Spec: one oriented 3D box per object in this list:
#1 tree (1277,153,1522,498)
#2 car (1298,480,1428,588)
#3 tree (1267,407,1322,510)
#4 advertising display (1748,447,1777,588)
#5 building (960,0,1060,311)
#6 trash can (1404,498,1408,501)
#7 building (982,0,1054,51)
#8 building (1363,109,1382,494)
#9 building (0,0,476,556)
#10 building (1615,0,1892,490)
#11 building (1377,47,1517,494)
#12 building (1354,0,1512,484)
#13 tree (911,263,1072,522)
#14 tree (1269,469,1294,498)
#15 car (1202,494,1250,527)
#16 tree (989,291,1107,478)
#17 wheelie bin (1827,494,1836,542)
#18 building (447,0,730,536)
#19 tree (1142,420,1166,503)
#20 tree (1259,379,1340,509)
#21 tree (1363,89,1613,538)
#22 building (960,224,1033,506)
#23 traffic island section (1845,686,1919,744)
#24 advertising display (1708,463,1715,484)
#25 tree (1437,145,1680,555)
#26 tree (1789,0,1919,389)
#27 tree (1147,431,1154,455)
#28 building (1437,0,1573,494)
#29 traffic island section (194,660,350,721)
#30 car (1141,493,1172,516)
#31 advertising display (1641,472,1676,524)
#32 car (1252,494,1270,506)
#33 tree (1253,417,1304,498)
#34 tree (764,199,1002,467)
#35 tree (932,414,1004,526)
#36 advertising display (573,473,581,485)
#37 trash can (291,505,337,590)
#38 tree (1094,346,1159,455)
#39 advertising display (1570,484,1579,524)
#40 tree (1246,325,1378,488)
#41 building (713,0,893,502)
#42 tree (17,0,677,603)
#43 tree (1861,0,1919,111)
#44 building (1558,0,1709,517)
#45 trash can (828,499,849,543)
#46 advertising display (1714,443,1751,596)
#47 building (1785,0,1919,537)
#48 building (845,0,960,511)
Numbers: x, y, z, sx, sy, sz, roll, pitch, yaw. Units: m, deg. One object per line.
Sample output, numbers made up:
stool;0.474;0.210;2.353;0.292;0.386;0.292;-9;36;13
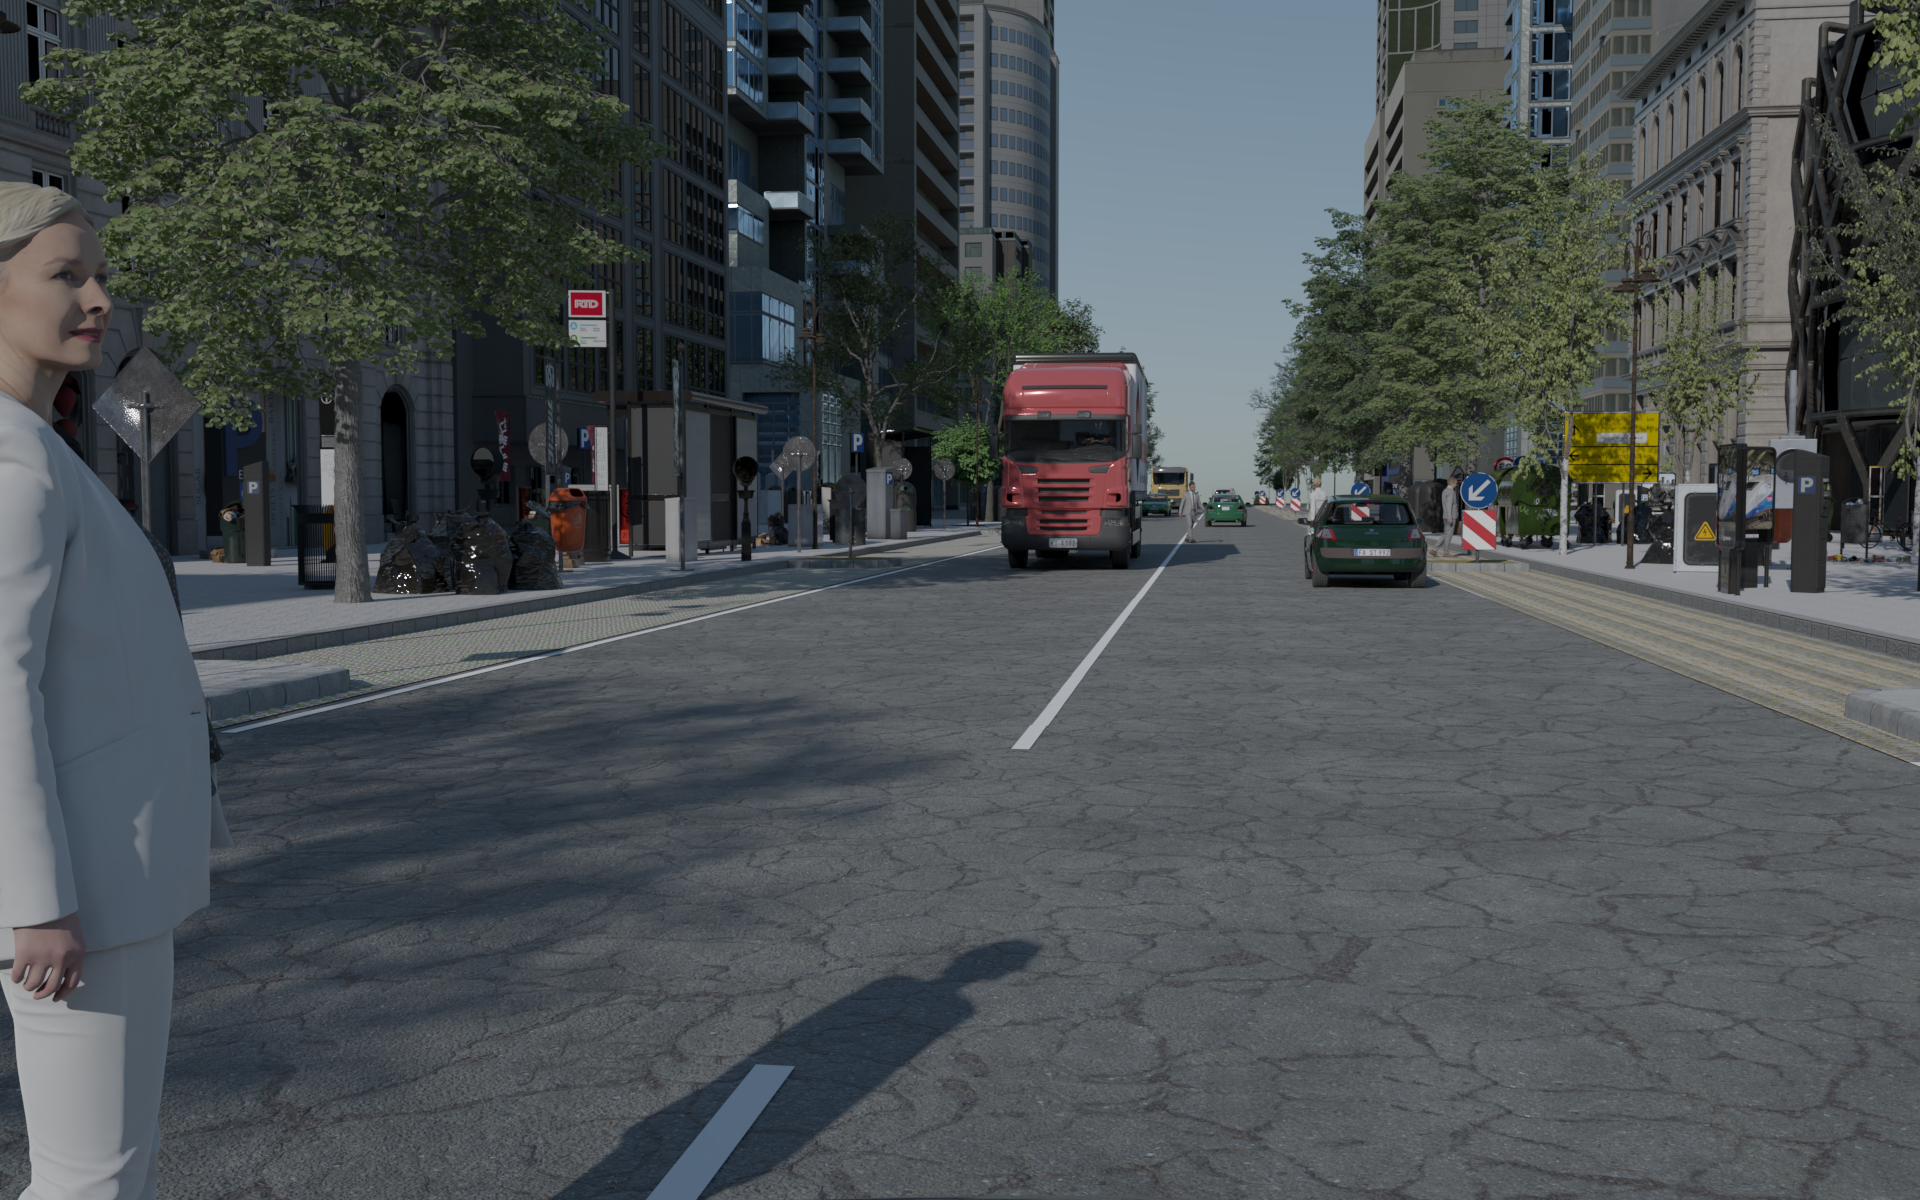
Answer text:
tree;17.185;-9.797;66.836;9.857;13.997;8.962;0;3;0
car;6.463;-1.103;27.819;2.009;1.686;4.222;1;4;9
tree;27.805;-11.546;139.139;4.360;8.622;3.978;0;3;0
advertising display;10.715;-1.123;23.575;0.974;1.923;0.123;-2;4;-27
building;0.199;-40.857;210.018;21.231;58.520;28.212;1;4;8
trash can;16.611;-3.207;64.087;0.748;1.137;0.748;0;3;0
building;4.227;-48.649;233.667;20.563;71.187;20.611;1;4;8
building;59.783;-35.668;206.866;21.300;48.544;21.600;1;4;8
building;-21.749;-11.983;37.720;13.314;21.916;24.055;1;4;8
building;34.884;-14.839;71.490;11.050;23.489;19.941;1;4;8
building;57.116;-34.355;185.403;21.300;48.544;21.600;1;4;8
building;63.358;-48.252;227.175;20.563;71.187;20.611;1;4;8
tree;1.332;-9.380;79.110;9.928;11.665;9.643;0;3;0
tree;41.266;-14.605;222.510;4.285;4.588;4.351;0;3;0
car;11.826;-3.984;76.939;2.131;1.459;4.920;1;4;9
tree;5.415;-11.062;97.877;9.611;12.733;9.660;0;3;0
wheelie bin;22.986;-2.357;46.453;0.693;1.594;0.980;0;4;-7
building;-17.974;-16.375;61.234;14.314;27.812;24.014;1;4;8
tree;14.495;-13.791;159.901;8.767;10.594;7.601;0;4;-6
tree;30.295;-13.601;148.129;9.928;11.665;9.643;0;3;0
tree;14.978;-8.023;49.298;7.486;12.596;7.792;0;3;0
building;0.283;-25.554;189.508;14.160;30.474;14.107;1;4;8
traffic island section;6.505;0.748;10.046;2.009;0.180;2.903;1;4;8
advertising display;15.881;-1.909;36.424;0.123;1.923;0.974;2;4;34
tree;12.540;-5.266;36.462;4.737;8.622;4.395;0;3;0
tree;14.318;-4.549;24.734;4.360;8.622;3.978;0;3;0
tree;16.146;-15.352;176.762;9.928;11.665;9.643;0;3;0
building;48.981;-49.851;127.741;22.319;86.520;31.000;1;4;8
traffic island section;-5.553;0.638;11.845;2.009;0.180;2.903;1;4;8
car;12.749;-6.340;112.455;1.959;1.807;4.718;1;4;10
advertising display;20.860;-2.847;51.770;0.974;1.923;0.123;1;4;15
car;34.735;-11.600;199.879;2.015;1.641;3.980;1;4;8
tree;43.307;-19.211;232.222;7.486;12.596;7.792;0;3;0
tree;-2.307;-7.323;54.145;8.767;10.594;7.601;2;4;30
tree;0.394;-5.280;70.040;4.285;4.588;4.351;0;3;0
advertising display;-11.684;-2.915;52.882;0.123;1.923;0.974;0;4;-6
trash can;-8.628;-0.718;23.392;0.748;1.137;0.748;0;3;0
tree;12.357;-14.822;149.002;9.857;13.997;8.962;0;3;0
advertising display;25.753;-4.182;73.593;0.974;1.923;0.123;1;4;23
tree;25.187;-12.912;121.485;12.009;13.543;11.850;0;3;0
building;-15.976;-48.344;103.088;22.319;86.520;31.000;1;4;8
tree;-6.842;-6.228;19.963;7.486;12.596;7.792;0;3;0
tree;9.449;-3.939;14.766;4.737;8.622;4.395;0;3;0
building;49.581;-25.042;101.317;32.217;40.220;23.993;1;4;8
trash can;-3.143;-2.082;45.702;0.748;1.137;0.748;0;3;0
advertising display;9.911;-1.043;22.271;0.123;1.923;0.974;1;4;10
building;34.987;-11.353;53.073;16.820;18.784;16.811;1;4;8
building;-12.109;-30.979;130.213;21.300;48.544;21.600;1;4;8
